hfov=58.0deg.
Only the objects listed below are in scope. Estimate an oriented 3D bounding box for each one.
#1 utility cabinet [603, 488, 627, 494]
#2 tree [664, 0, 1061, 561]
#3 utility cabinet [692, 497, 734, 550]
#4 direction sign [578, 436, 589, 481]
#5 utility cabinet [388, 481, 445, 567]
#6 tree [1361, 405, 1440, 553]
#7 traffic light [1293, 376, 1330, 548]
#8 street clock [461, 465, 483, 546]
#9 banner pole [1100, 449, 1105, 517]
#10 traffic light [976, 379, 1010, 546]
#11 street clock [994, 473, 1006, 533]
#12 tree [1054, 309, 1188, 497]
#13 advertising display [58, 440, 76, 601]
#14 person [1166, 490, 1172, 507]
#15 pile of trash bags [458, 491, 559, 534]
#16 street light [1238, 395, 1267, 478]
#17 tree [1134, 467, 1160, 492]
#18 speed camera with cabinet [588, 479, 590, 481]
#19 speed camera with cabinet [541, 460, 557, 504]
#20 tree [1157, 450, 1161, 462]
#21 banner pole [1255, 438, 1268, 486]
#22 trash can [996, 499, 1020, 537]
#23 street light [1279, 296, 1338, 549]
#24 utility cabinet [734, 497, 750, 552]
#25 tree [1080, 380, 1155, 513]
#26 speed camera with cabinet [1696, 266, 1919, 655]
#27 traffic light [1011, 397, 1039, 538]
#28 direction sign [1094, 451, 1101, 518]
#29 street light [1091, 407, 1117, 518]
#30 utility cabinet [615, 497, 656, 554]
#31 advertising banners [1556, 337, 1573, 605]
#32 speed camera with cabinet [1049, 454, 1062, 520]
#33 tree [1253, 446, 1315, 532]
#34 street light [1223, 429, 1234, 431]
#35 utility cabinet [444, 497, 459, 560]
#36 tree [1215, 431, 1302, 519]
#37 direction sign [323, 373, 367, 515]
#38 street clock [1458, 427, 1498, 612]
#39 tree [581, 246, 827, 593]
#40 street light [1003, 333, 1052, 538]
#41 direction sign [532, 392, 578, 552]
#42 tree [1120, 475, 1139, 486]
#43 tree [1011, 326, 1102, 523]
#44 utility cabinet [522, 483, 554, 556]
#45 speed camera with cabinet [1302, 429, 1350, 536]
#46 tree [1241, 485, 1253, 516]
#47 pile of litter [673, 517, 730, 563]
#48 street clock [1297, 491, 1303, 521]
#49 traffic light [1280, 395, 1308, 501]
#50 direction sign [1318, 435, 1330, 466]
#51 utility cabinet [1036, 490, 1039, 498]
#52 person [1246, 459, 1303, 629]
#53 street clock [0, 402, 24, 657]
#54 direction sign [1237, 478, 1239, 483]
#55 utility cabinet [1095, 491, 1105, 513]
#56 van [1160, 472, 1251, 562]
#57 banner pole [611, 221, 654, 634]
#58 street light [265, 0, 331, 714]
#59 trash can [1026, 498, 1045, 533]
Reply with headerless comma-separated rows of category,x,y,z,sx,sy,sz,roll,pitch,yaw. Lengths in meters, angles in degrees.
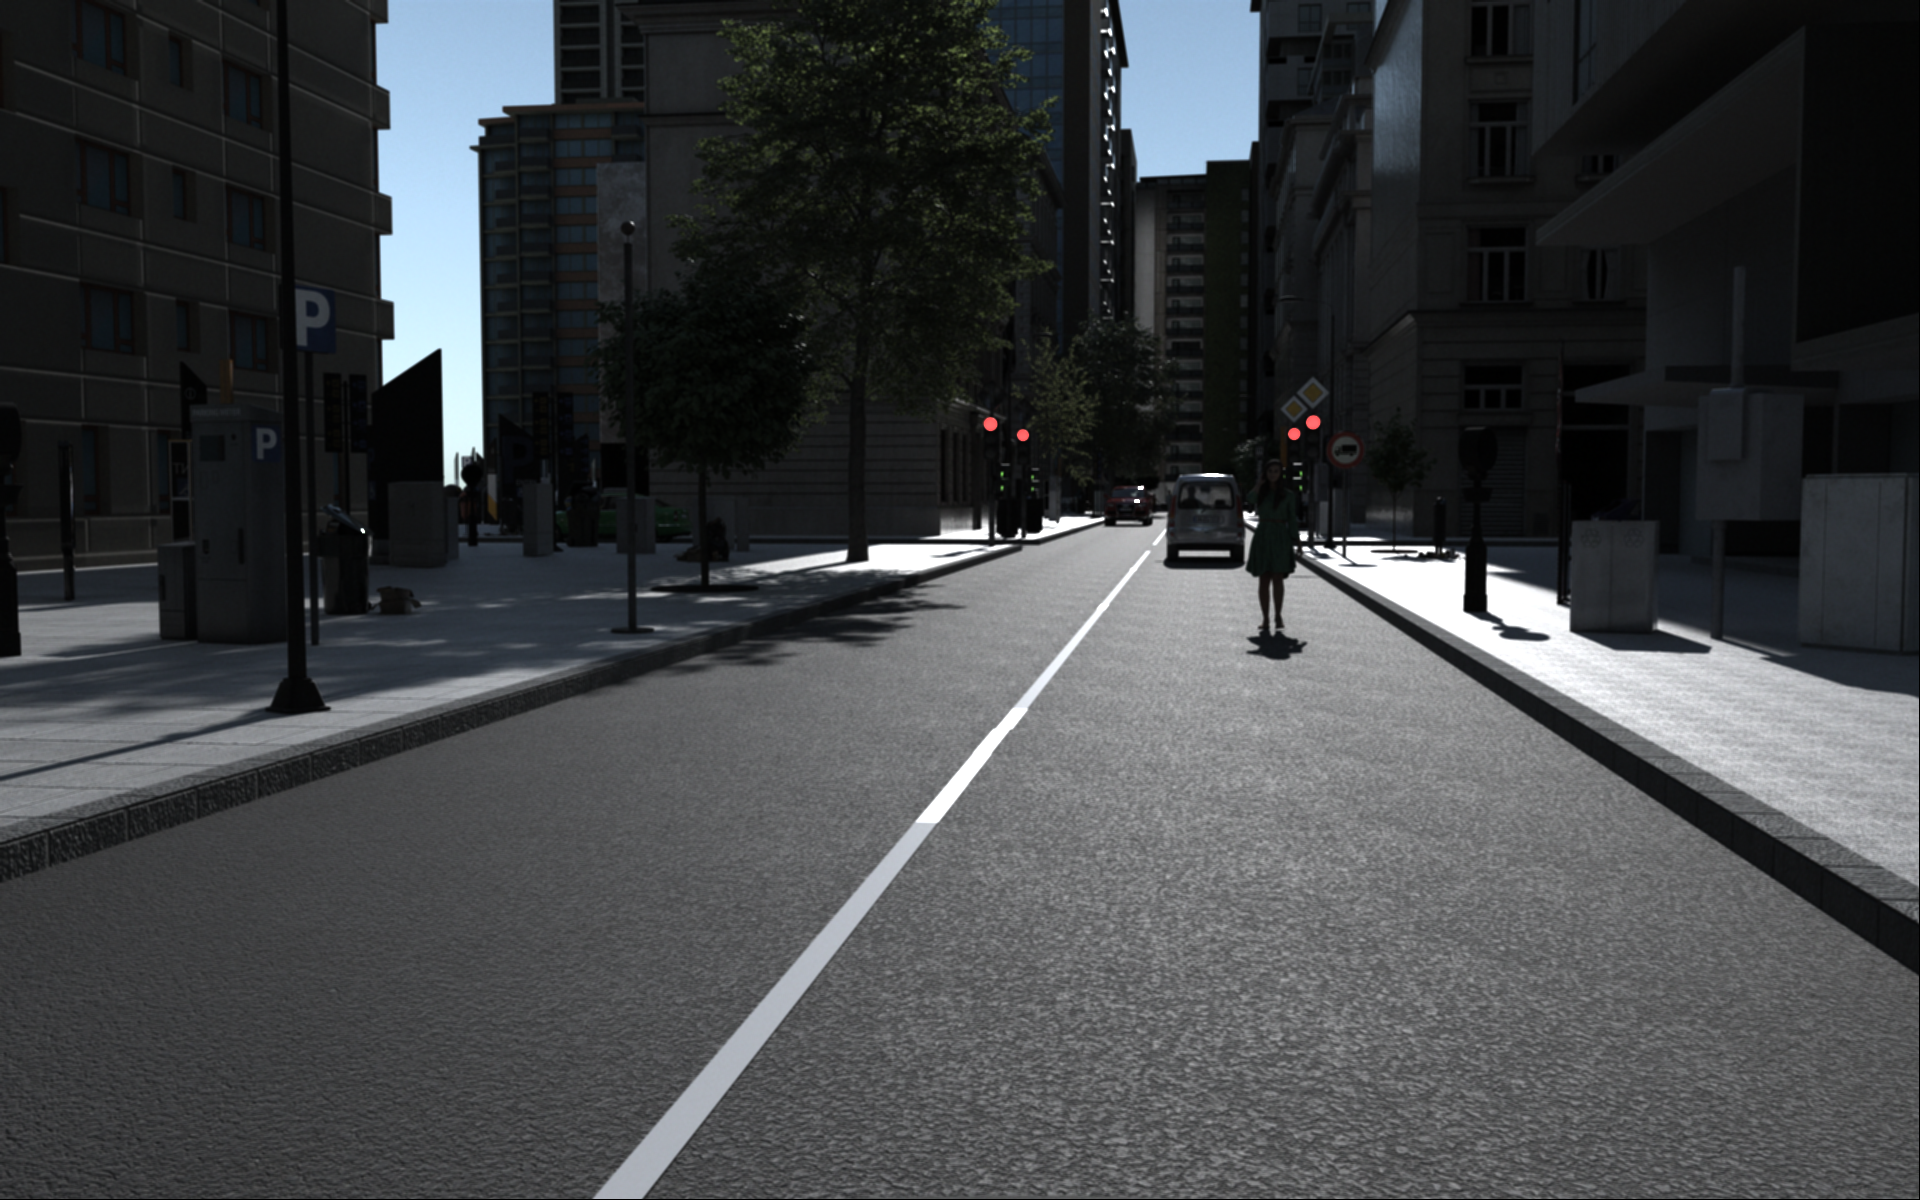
utility cabinet,-12.229,-3.264,62.047,1.173,1.500,0.318,2,4,27
tree,-1.570,-7.007,32.694,7.486,12.596,7.792,0,3,0
utility cabinet,-5.654,-1.746,39.714,0.306,1.237,1.020,3,5,44
direction sign,-14.965,-4.640,67.854,0.876,3.537,0.379,-1,4,-19
utility cabinet,-9.542,-1.327,30.368,1.173,1.500,0.318,2,4,35
tree,9.638,-2.643,37.821,1.663,3.219,1.824,0,3,0
traffic light,8.392,-3.209,41.389,0.839,4.253,0.868,0,4,8
street clock,-12.038,-2.335,42.742,0.471,2.002,0.358,-2,4,-32
banner pole,7.916,-6.504,96.353,0.401,3.779,0.863,1,4,21
traffic light,0.798,-3.271,42.402,0.839,4.253,0.868,0,4,8
street clock,1.308,-3.257,57.815,0.471,2.002,0.358,-1,4,-8
tree,10.620,-13.034,119.763,9.857,13.997,8.962,0,3,0
advertising display,-10.880,-0.973,21.120,0.123,1.923,0.974,-2,4,-25
person,14.049,-6.533,116.311,0.522,1.701,0.512,-3,5,-45
pile of trash bags,-14.421,-2.814,55.758,3.447,1.369,1.912,0,4,0
street light,13.823,-6.662,81.457,1.470,5.913,1.316,0,4,8
tree,20.724,-12.748,192.141,4.285,4.588,4.351,0,3,0
speed camera with cabinet,-23.012,-6.643,102.941,2.038,3.252,0.660,2,4,25
speed camera with cabinet,-23.659,-6.527,101.044,2.038,3.252,0.660,-3,4,-36
tree,19.117,-14.088,180.707,4.737,8.622,4.395,0,3,0
banner pole,13.389,-5.302,76.711,0.863,3.779,0.401,-2,4,-25
trash can,1.453,-2.476,52.138,0.748,1.137,0.748,0,3,0
street light,8.206,-4.175,40.806,1.470,5.913,1.316,0,4,8
utility cabinet,-4.888,-1.704,39.029,0.306,1.237,1.020,0,4,-7
tree,9.442,-9.839,111.237,4.737,8.622,4.395,0,3,0
speed camera with cabinet,7.267,-1.242,14.643,0.660,3.252,2.038,-2,4,-27
traffic light,1.874,-3.755,50.315,0.839,4.253,0.868,0,4,8
direction sign,7.249,-6.077,91.353,0.379,3.537,0.876,-1,4,-20
street light,7.678,-7.332,92.411,1.470,5.913,1.316,0,4,8
utility cabinet,-7.030,-1.612,37.519,1.020,1.237,0.306,3,5,41
advertising banners,7.086,-1.477,20.331,0.090,3.025,2.074,2,4,23
speed camera with cabinet,4.675,-5.544,84.979,0.660,3.252,2.038,0,4,5
tree,11.299,-3.967,59.455,1.663,3.219,1.824,0,3,0
street light,19.456,-9.250,123.785,1.470,5.913,1.316,0,4,8
utility cabinet,-10.118,-1.401,34.064,0.306,1.237,1.020,0,4,-4
tree,16.248,-6.742,93.940,4.285,4.588,4.351,0,3,0
direction sign,-11.564,-2.488,32.677,0.379,3.537,0.876,3,5,39
street clock,5.630,-0.874,18.868,0.358,2.002,0.471,3,5,44
tree,-3.368,-2.414,23.188,4.285,4.588,4.351,0,3,0
street light,1.969,-4.749,50.192,1.470,5.913,1.316,0,4,8
direction sign,-9.035,-2.846,38.527,0.876,3.537,0.379,-1,4,-15
tree,17.151,-10.842,171.874,1.663,3.219,1.824,0,3,0
tree,4.255,-7.631,75.132,4.360,8.622,3.978,0,3,0
utility cabinet,-8.778,-1.671,35.994,0.318,1.500,1.173,0,4,3
speed camera with cabinet,11.246,-3.597,53.151,0.660,3.252,2.038,3,5,41
tree,17.181,-6.548,101.666,1.663,3.219,1.824,0,3,0
pile of litter,-4.940,-1.176,33.194,1.176,0.858,1.719,1,4,10
street clock,16.345,-4.798,83.011,0.358,2.002,0.471,3,4,36
traffic light,9.468,-3.693,49.302,0.839,4.253,0.868,0,4,8
direction sign,13.879,-4.530,66.068,0.379,3.537,0.876,3,5,42
utility cabinet,3.579,-4.941,89.466,0.318,1.500,1.173,3,5,40
person,3.311,-0.584,18.297,0.600,1.795,0.529,0,4,5
street clock,-7.581,-0.558,13.688,0.358,2.002,0.471,-3,5,-43
direction sign,19.064,-7.753,118.757,0.379,3.537,0.876,1,4,12
utility cabinet,9.442,-6.581,116.283,0.318,1.500,1.173,-1,4,-22
van,5.392,-1.900,38.083,2.013,2.044,4.112,0,4,8
banner pole,-3.087,-1.603,16.227,0.401,3.779,0.863,-1,4,-10
street light,-3.387,-2.291,10.003,1.470,5.913,1.316,0,4,8
trash can,2.442,-2.807,57.545,0.748,1.137,0.748,0,3,0
